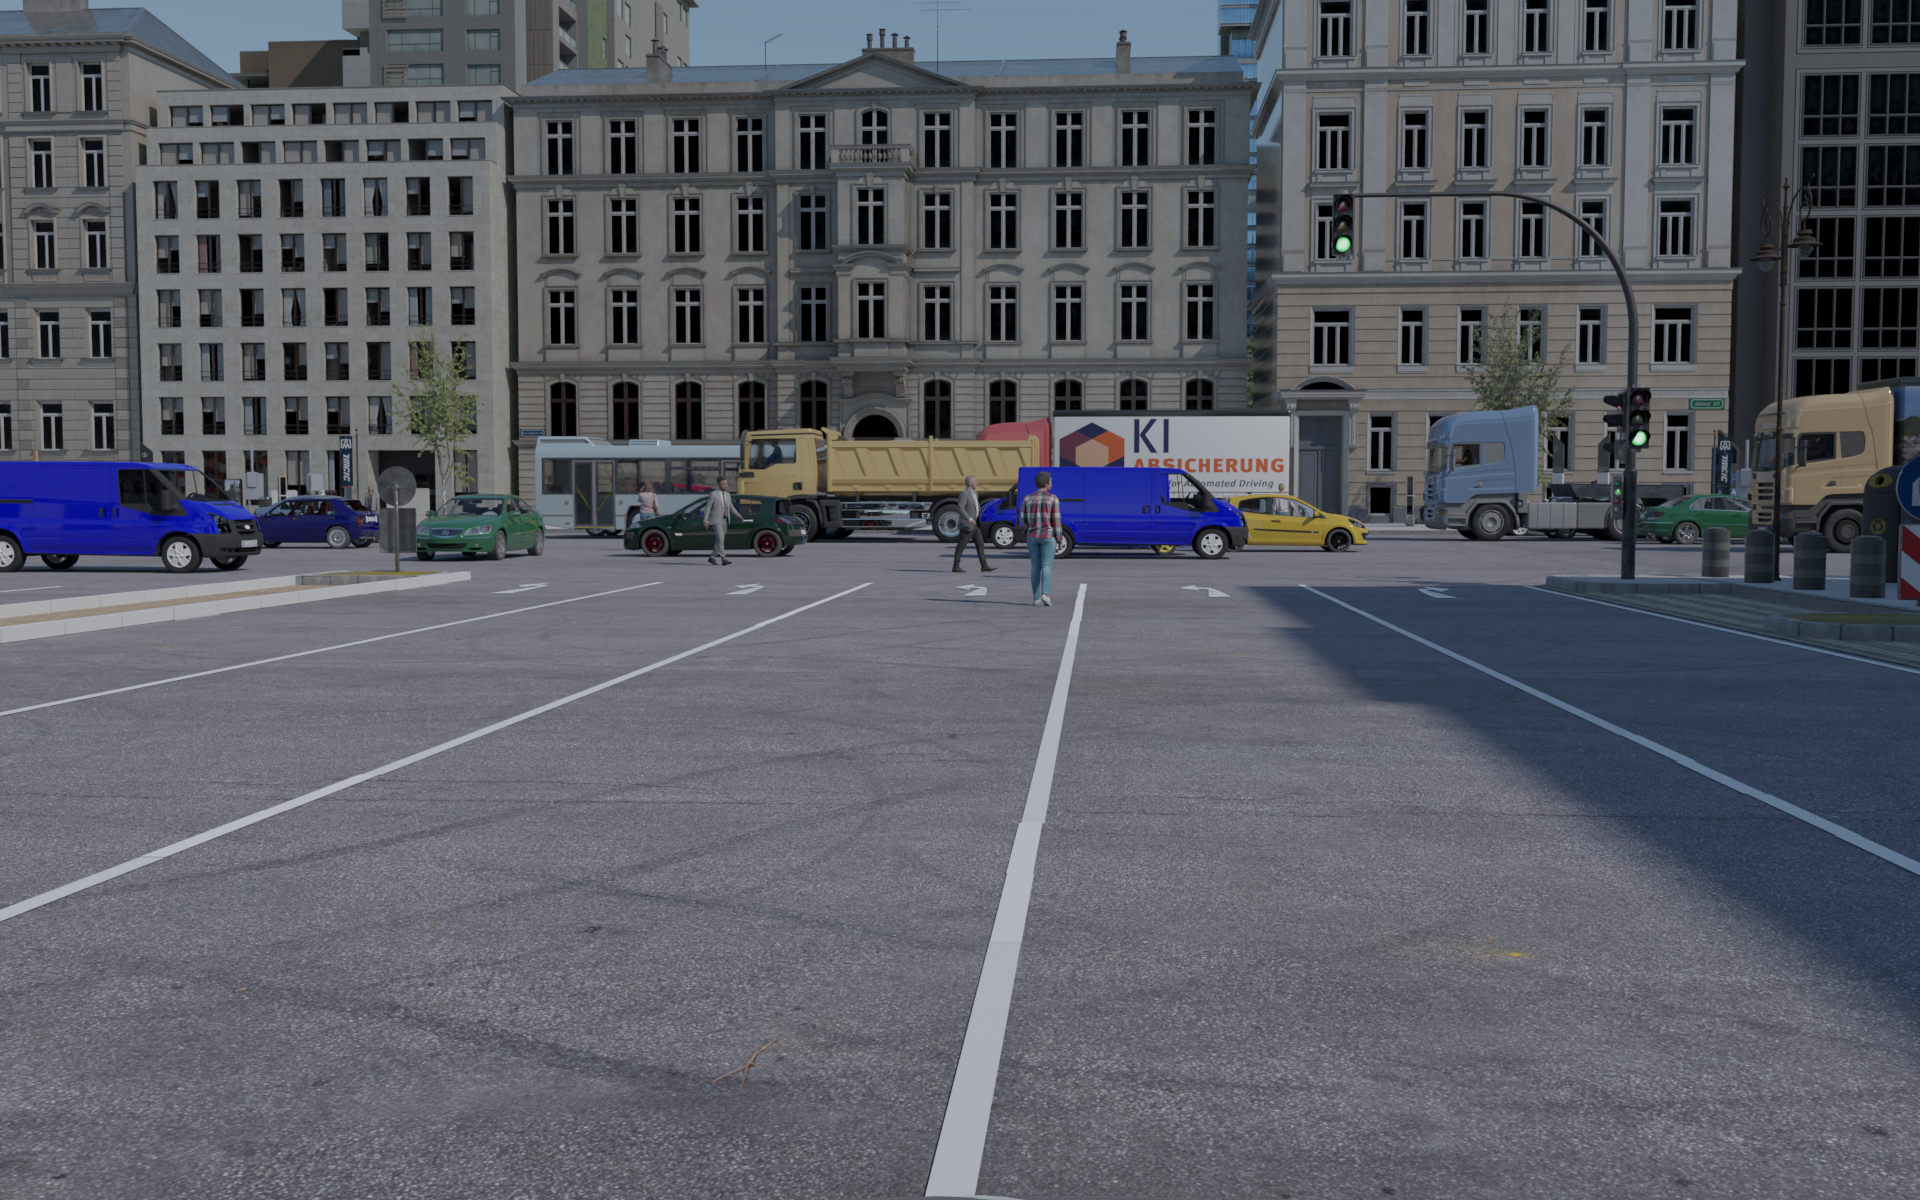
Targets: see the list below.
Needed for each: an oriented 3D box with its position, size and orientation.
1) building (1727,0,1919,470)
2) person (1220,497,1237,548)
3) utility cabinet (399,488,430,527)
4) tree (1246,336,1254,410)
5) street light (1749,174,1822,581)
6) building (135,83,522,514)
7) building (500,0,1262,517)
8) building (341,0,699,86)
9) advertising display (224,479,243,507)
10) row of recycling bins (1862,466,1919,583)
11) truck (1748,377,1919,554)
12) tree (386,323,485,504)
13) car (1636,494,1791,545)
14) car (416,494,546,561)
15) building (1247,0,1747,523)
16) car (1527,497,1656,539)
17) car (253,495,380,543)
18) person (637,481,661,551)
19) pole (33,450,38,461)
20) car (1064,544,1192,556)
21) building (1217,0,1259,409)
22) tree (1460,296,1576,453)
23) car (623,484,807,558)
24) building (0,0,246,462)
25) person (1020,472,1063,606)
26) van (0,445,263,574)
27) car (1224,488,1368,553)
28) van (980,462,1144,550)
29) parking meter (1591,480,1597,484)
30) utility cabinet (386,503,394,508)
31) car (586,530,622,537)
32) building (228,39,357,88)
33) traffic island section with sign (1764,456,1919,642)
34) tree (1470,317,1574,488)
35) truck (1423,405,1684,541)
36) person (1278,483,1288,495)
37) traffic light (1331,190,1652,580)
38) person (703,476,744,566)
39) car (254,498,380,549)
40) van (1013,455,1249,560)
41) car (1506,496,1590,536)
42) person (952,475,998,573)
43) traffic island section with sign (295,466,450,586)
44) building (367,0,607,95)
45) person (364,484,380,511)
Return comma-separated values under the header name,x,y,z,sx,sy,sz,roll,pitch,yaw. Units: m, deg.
name,x,y,z,sx,sy,sz,roll,pitch,yaw
building,46.423,-17.536,80.221,24.014,27.812,14.314,0,4,5
person,7.056,-2.032,45.626,0.435,1.345,0.340,-2,4,-33
utility cabinet,-21.075,-3.554,66.779,1.173,1.500,0.318,0,4,-4
tree,21.205,-12.615,124.390,7.486,12.596,7.792,0,3,0
street light,12.063,-3.221,25.458,0.468,5.910,1.993,0,4,5
building,-29.300,-14.075,84.877,16.860,20.320,10.420,0,4,5
building,-3.428,-16.221,84.299,34.723,24.649,14.460,0,4,5
building,-40.835,-34.959,160.814,27.495,52.752,28.713,0,4,5
advertising display,-30.406,-4.116,72.511,0.974,1.923,0.123,2,4,27
row of recycling bins,13.618,-1.028,23.923,1.069,1.692,3.534,0,4,3
truck,24.818,-3.278,42.504,11.283,4.237,2.839,0,4,3
tree,-22.226,-7.569,74.115,4.737,8.622,4.395,0,3,0
car,21.974,-2.322,49.767,4.920,1.459,2.131,0,4,3
car,-10.717,-1.656,38.869,2.131,1.459,4.920,0,4,3
building,24.078,-18.055,81.098,20.117,28.700,13.634,0,4,5
car,20.890,-2.707,56.051,4.920,1.459,2.131,0,4,5
car,-18.639,-2.408,51.370,4.499,1.417,2.014,0,4,4
person,-7.828,-2.122,43.777,0.593,1.750,0.643,-1,4,-16
pole,-42.897,-5.297,80.449,0.158,3.312,0.155,0,3,0
car,3.734,-1.935,41.228,3.694,1.707,1.945,0,4,4
building,47.632,-56.869,242.476,31.000,86.520,22.319,0,4,5
tree,20.911,-7.035,65.386,4.360,8.622,3.978,0,3,0
car,-5.632,-1.844,39.937,4.222,1.686,2.009,0,4,6
building,-50.202,-17.754,87.548,25.104,27.353,12.463,0,4,5
person,1.041,-0.795,22.335,0.563,1.720,0.643,2,4,26
van,-15.714,-1.701,32.202,5.245,2.365,2.240,0,4,6
car,8.162,-2.023,43.294,3.980,1.641,2.015,0,4,4
van,2.963,-2.521,45.598,5.245,2.365,2.240,0,4,4
parking meter,24.732,-3.771,67.363,0.399,1.863,0.255,-1,4,-8
utility cabinet,-22.519,-3.745,69.903,1.173,1.500,0.318,-2,4,-26
car,-10.541,-3.087,59.137,5.304,1.827,2.281,0,4,6
building,-61.064,-31.760,169.380,14.200,45.320,14.600,0,4,5
traffic island section with sign,9.394,-0.549,17.611,1.989,1.847,2.006,0,4,5
tree,22.779,-7.379,71.012,4.737,8.622,4.395,0,3,0
truck,23.174,-3.864,52.943,18.799,4.110,2.967,0,4,4
person,9.147,-2.400,48.413,0.731,1.740,0.598,-1,4,-16
traffic light,7.941,-3.141,26.021,4.771,5.953,1.251,0,4,5
person,-4.811,-1.591,34.791,0.850,1.792,0.678,3,5,40
car,-17.445,-2.041,45.947,3.894,1.354,1.945,0,4,3
van,3.806,-2.100,38.717,5.245,2.365,2.240,0,4,4
car,20.571,-2.899,59.400,4.499,1.417,2.014,0,4,6
person,0.252,-1.387,31.579,0.834,1.777,0.661,1,4,19
traffic island section with sign,-9.326,-1.211,27.939,2.006,1.907,1.989,0,4,5
building,-36.029,-27.569,134.343,14.154,41.232,14.086,0,4,5
person,-21.544,-3.362,63.657,0.709,1.800,0.728,0,4,3
